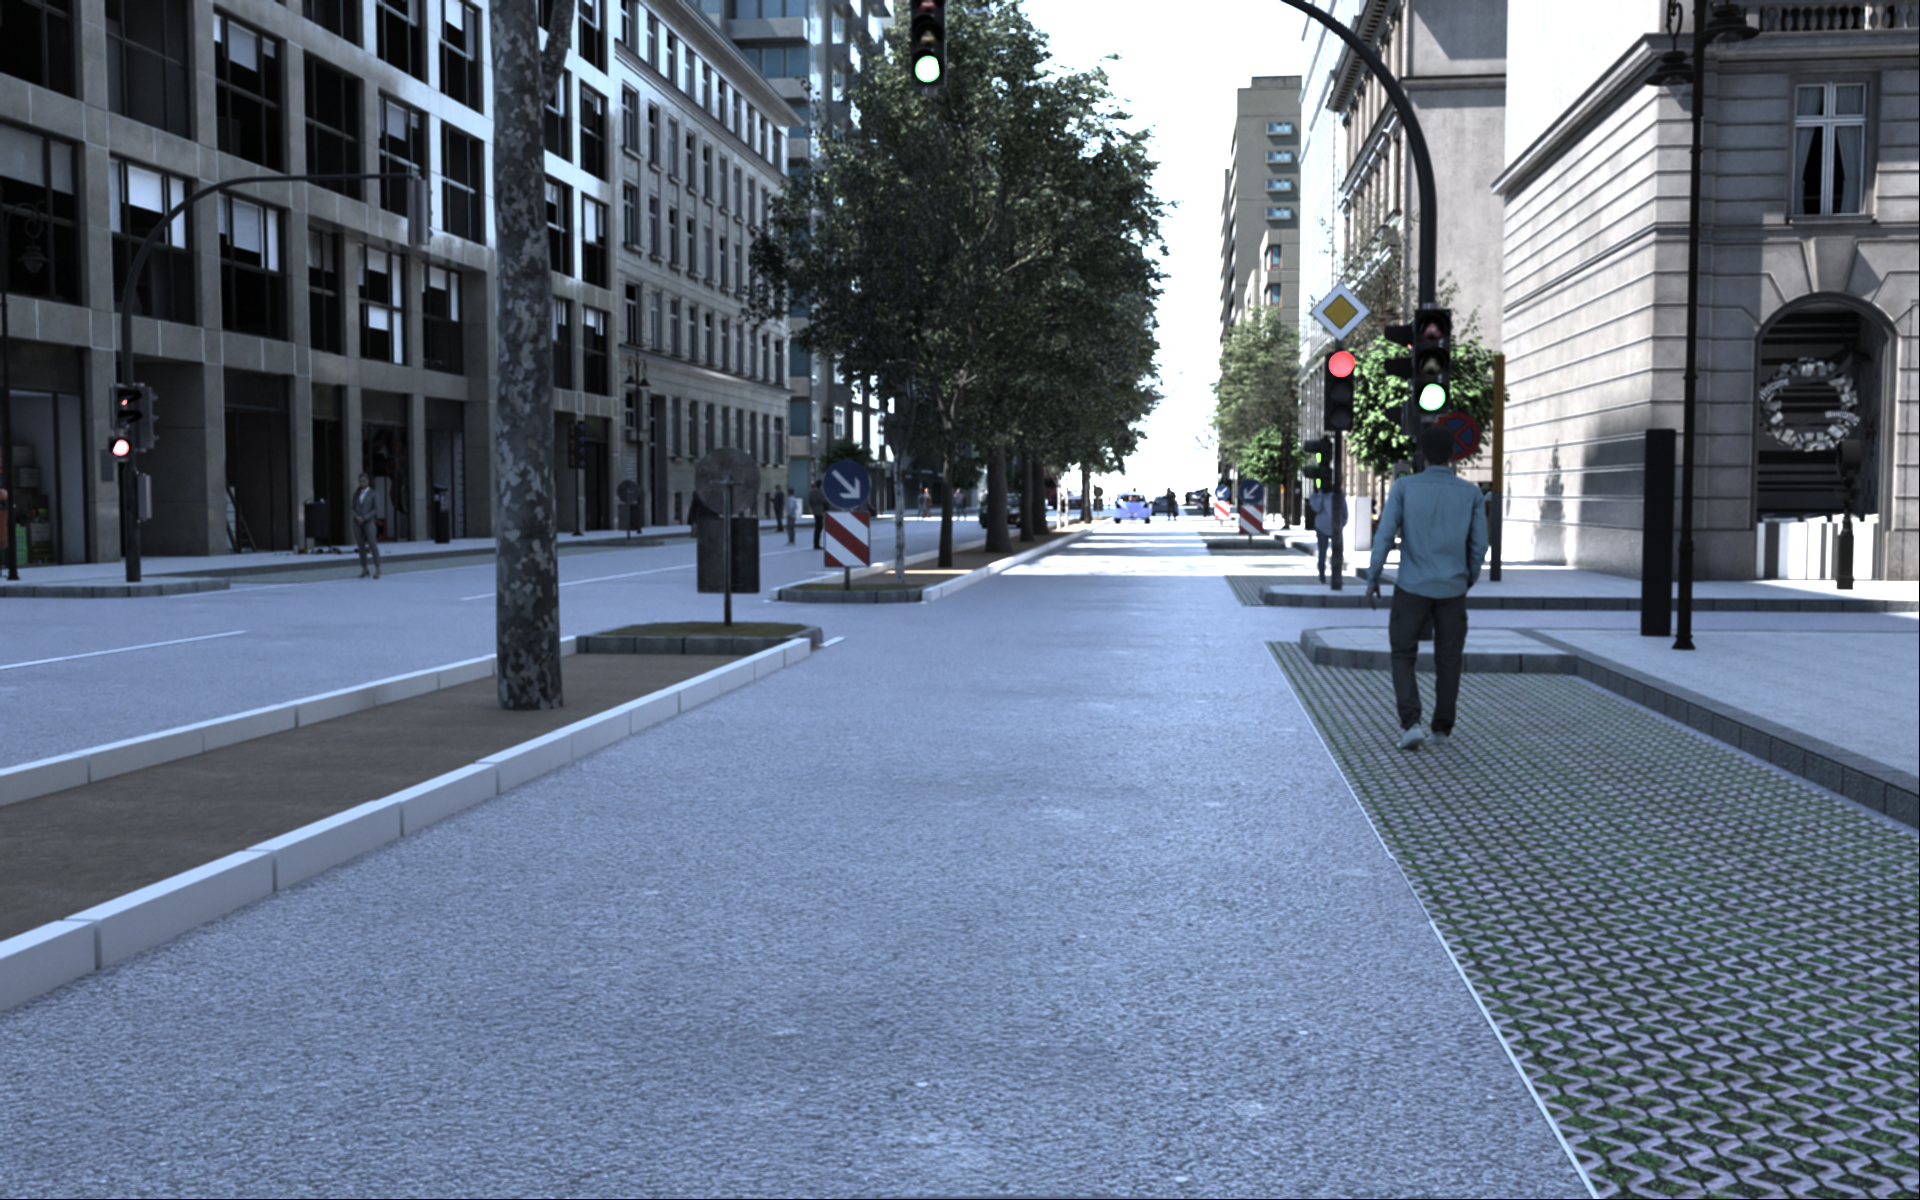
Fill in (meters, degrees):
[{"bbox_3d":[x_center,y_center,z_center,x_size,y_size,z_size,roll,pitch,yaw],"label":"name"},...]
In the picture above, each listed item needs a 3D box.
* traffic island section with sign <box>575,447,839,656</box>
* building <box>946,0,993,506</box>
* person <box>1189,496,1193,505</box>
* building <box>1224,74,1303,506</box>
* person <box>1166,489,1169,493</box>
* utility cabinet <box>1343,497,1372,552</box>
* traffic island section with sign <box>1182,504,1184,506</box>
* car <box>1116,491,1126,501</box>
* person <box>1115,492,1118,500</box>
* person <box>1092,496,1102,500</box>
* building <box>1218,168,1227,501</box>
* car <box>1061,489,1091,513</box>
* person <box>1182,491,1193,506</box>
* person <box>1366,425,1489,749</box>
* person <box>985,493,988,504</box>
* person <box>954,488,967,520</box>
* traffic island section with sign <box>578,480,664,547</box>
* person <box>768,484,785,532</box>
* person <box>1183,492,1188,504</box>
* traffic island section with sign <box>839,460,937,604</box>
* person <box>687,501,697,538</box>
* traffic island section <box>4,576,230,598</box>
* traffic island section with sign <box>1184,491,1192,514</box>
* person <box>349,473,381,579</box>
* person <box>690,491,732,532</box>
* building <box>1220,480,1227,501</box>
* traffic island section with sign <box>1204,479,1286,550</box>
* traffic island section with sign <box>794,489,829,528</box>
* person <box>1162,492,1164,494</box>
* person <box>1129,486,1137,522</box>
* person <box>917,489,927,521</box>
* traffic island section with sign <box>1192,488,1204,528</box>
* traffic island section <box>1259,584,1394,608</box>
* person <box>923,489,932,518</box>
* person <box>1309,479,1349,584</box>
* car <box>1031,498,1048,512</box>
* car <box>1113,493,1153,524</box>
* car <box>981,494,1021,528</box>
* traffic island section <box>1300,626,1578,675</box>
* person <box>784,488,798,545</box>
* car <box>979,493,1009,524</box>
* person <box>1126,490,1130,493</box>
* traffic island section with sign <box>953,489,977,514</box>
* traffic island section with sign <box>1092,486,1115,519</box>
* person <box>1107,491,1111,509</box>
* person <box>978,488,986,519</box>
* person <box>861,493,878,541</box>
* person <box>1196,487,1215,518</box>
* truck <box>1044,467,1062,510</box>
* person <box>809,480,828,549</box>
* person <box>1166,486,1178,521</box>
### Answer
[{"bbox_3d":[-2.345,-0.499,16.301,2.006,1.907,1.989,0,4,7],"label":"traffic island section with sign"},{"bbox_3d":[-6.562,-54.283,200.202,22.319,86.520,31.000,0,4,7],"label":"building"},{"bbox_3d":[27.467,-11.888,206.049,0.799,1.438,0.628,2,4,27],"label":"person"},{"bbox_3d":[41.634,-35.052,196.806,21.300,48.544,21.600,0,4,7],"label":"building"},{"bbox_3d":[15.740,-7.541,131.426,1.348,1.869,0.705,3,5,41],"label":"person"},{"bbox_3d":[8.847,-1.678,38.591,0.306,1.237,1.020,2,4,33],"label":"utility cabinet"},{"bbox_3d":[20.369,-8.603,149.281,1.989,1.847,2.006,0,4,7],"label":"traffic island section with sign"},{"bbox_3d":[22.212,-13.808,234.439,2.281,1.827,5.304,0,4,6],"label":"car"},{"bbox_3d":[22.922,-14.869,252.394,1.217,1.735,0.721,0,4,-6],"label":"person"},{"bbox_3d":[11.772,-8.551,148.442,1.348,1.807,0.705,-3,5,-41],"label":"person"},{"bbox_3d":[47.363,-37.876,242.978,21.300,48.544,21.600,0,4,7],"label":"building"},{"bbox_3d":[9.110,-7.746,135.318,2.281,1.827,5.304,1,4,9],"label":"car"},{"bbox_3d":[26.508,-11.819,201.749,1.348,1.823,0.705,1,4,9],"label":"person"},{"bbox_3d":[2.643,-0.077,9.776,0.660,1.820,0.620,0,4,3],"label":"person"},{"bbox_3d":[1.485,-4.308,79.334,0.661,1.777,0.834,1,4,12],"label":"person"},{"bbox_3d":[0.050,-5.311,95.932,0.593,1.750,0.643,-3,5,-41],"label":"person"},{"bbox_3d":[-9.300,-2.403,47.923,1.989,1.847,2.006,0,4,7],"label":"traffic island section with sign"},{"bbox_3d":[-6.912,-3.466,65.348,0.590,1.801,0.661,-2,4,-33],"label":"person"},{"bbox_3d":[30.641,-13.795,234.598,0.990,1.755,0.434,1,4,20],"label":"person"},{"bbox_3d":[-1.424,-0.949,23.650,2.006,1.907,1.989,0,4,7],"label":"traffic island section with sign"},{"bbox_3d":[-8.724,-2.647,56.448,0.362,1.253,0.373,-3,5,-41],"label":"person"},{"bbox_3d":[-12.099,-0.186,25.315,2.009,0.180,2.903,0,4,7],"label":"traffic island section"},{"bbox_3d":[17.049,-6.967,122.530,1.989,1.847,2.006,0,4,7],"label":"traffic island section with sign"},{"bbox_3d":[-10.126,-1.265,29.451,0.520,1.790,0.573,-1,4,-12],"label":"person"},{"bbox_3d":[-4.107,-1.223,28.269,0.659,1.850,0.755,1,4,9],"label":"person"},{"bbox_3d":[49.668,-32.302,220.020,32.217,40.220,23.993,0,4,7],"label":"building"},{"bbox_3d":[7.493,-2.251,45.438,1.989,1.847,2.006,0,4,7],"label":"traffic island section with sign"},{"bbox_3d":[-5.987,-4.040,74.674,1.989,1.847,2.006,0,4,7],"label":"traffic island section with sign"},{"bbox_3d":[27.531,-13.772,234.617,0.756,1.711,0.436,0,3,0],"label":"person"},{"bbox_3d":[8.942,-4.912,88.813,0.555,1.821,0.388,-1,4,-19],"label":"person"},{"bbox_3d":[-2.041,-5.074,92.457,0.512,1.701,0.522,0,4,2],"label":"person"},{"bbox_3d":[10.866,-3.919,72.710,1.989,1.847,2.006,0,4,7],"label":"traffic island section with sign"},{"bbox_3d":[5.061,-0.056,23.191,2.009,0.180,2.903,0,4,7],"label":"traffic island section"},{"bbox_3d":[-1.996,-5.711,102.431,0.434,1.755,0.990,-3,5,-40],"label":"person"},{"bbox_3d":[5.465,-1.029,25.589,0.793,1.790,0.793,-3,5,-40],"label":"person"},{"bbox_3d":[6.045,-7.882,138.464,1.945,1.707,3.694,1,4,9],"label":"car"},{"bbox_3d":[8.462,-4.599,84.785,1.945,1.707,3.694,0,4,7],"label":"car"},{"bbox_3d":[1.963,-3.920,73.876,2.009,1.686,4.222,1,4,9],"label":"car"},{"bbox_3d":[4.079,0.429,15.266,2.009,0.180,2.903,0,4,7],"label":"traffic island section"},{"bbox_3d":[-4.736,-2.338,48.543,0.330,1.601,0.589,1,4,19],"label":"person"},{"bbox_3d":[1.976,-4.590,83.847,1.959,1.807,4.718,0,4,7],"label":"car"},{"bbox_3d":[12.080,-6.984,123.410,0.721,1.743,1.217,-3,5,-42],"label":"person"},{"bbox_3d":[0.175,-7.076,124.317,1.989,1.847,2.006,0,4,7],"label":"traffic island section with sign"},{"bbox_3d":[7.809,-5.510,98.222,2.006,1.907,1.989,0,4,7],"label":"traffic island section with sign"},{"bbox_3d":[14.170,-9.441,163.550,0.721,1.739,1.217,1,4,10],"label":"person"},{"bbox_3d":[1.339,-5.504,98.894,0.834,1.777,0.661,-3,5,-43],"label":"person"},{"bbox_3d":[-2.840,-2.642,52.286,0.593,1.750,0.643,3,4,38],"label":"person"},{"bbox_3d":[14.672,-5.812,103.163,1.348,1.869,0.705,3,5,44],"label":"person"},{"bbox_3d":[8.044,-10.505,160.663,2.839,4.237,11.283,0,4,5],"label":"truck"},{"bbox_3d":[-3.668,-2.226,45.074,0.473,1.802,0.592,-1,4,-13],"label":"person"},{"bbox_3d":[11.414,-5.203,93.374,0.655,1.846,0.447,0,4,2],"label":"person"}]
